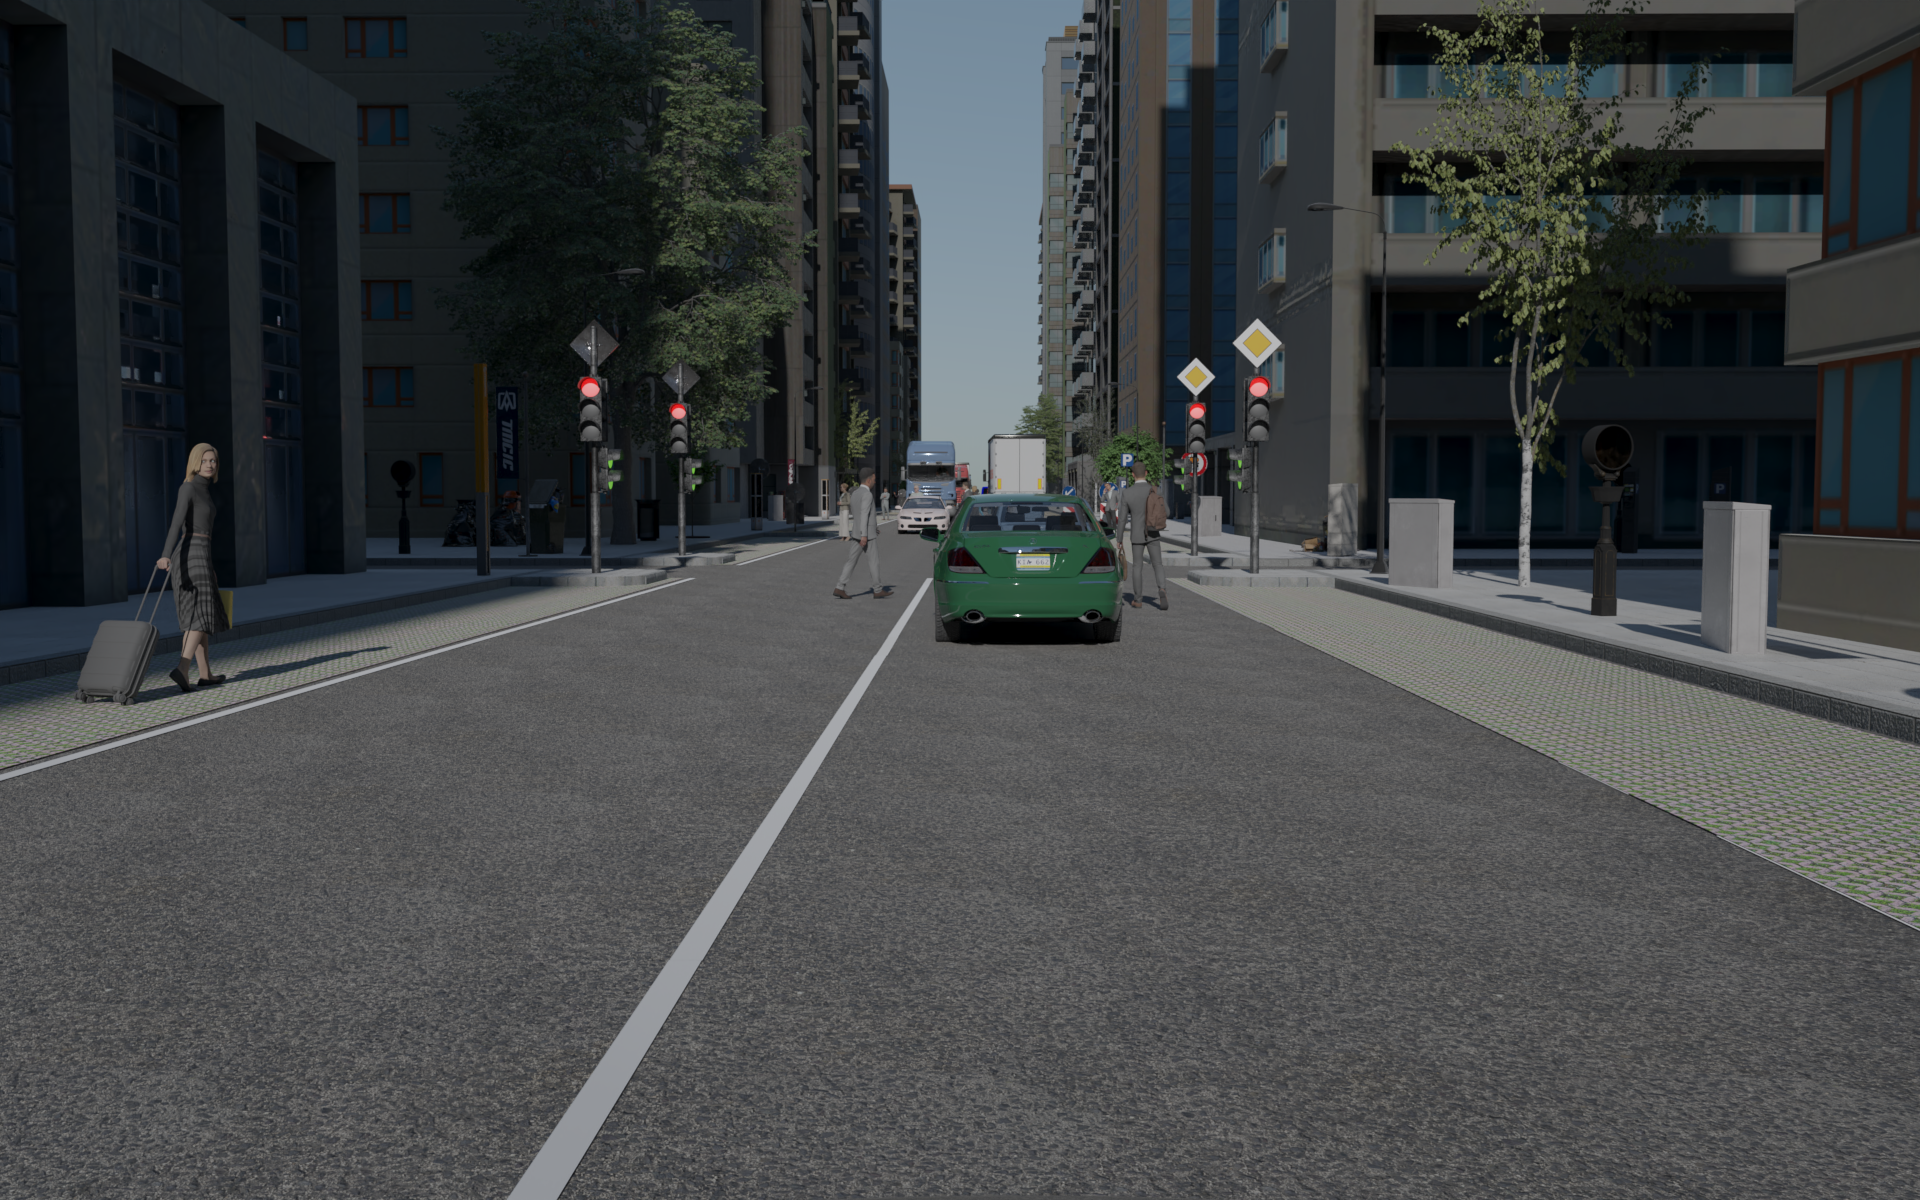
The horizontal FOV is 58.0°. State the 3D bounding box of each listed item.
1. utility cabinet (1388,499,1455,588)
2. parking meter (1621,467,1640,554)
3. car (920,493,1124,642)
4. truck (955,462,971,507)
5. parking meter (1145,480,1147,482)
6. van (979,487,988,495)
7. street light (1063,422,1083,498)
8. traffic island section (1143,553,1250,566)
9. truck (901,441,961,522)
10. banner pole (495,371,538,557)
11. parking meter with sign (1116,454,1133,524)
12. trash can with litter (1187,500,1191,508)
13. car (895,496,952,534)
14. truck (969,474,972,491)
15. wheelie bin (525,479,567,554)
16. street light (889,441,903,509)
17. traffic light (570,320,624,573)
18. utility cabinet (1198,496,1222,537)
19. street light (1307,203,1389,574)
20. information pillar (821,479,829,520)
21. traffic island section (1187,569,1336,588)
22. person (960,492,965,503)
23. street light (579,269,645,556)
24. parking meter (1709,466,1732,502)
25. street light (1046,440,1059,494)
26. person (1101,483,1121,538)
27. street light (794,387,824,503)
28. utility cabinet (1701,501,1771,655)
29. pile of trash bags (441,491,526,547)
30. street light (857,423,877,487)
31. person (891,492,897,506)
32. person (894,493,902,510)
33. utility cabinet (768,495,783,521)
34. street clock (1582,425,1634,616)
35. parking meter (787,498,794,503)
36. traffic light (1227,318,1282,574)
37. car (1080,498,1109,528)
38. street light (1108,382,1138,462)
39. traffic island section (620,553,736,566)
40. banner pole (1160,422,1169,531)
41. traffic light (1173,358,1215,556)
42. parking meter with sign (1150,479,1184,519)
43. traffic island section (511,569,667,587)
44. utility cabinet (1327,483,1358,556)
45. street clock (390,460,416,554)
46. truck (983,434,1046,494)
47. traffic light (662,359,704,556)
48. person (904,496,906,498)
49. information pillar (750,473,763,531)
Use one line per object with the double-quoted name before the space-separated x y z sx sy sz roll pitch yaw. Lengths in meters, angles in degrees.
"utility cabinet" 6.390 -0.786 24.005 0.306 1.237 1.020 -2 4 -26
"parking meter" 14.484 -1.939 37.414 0.255 1.863 0.399 3 4 36
"car" 0.637 -0.391 18.197 2.131 1.459 4.920 0 4 -1
"truck" -0.392 -10.195 155.608 2.839 4.237 11.283 0 4 0
"parking meter" 7.793 -4.185 74.130 0.399 1.863 0.255 2 4 35
"van" 2.601 -8.367 141.176 2.240 2.365 5.245 0 4 0
"street light" 7.306 -8.465 110.936 1.470 5.913 1.316 0 4 1
"traffic island section" 4.883 -0.835 35.930 2.009 0.180 2.903 0 4 1
"truck" -1.479 -6.363 93.799 2.967 4.110 18.799 0 4 0
"banner pole" -9.105 -2.781 35.487 0.863 3.779 0.401 0 4 3
"parking meter with sign" 7.105 -4.852 75.589 0.543 3.016 1.738 0 4 -7
"trash can with litter" 11.118 -4.251 80.884 0.624 1.170 1.055 3 4 36
"car" -1.314 -3.121 63.395 2.083 1.381 4.827 0 3 0
"truck" 0.325 -15.847 248.005 2.839 4.237 11.283 0 4 0
"wheelie bin" -8.910 -1.796 37.273 0.980 1.594 0.693 2 4 29
"street light" -5.662 -10.990 152.226 1.470 5.913 1.316 0 4 1
"traffic light" -5.879 -2.388 27.963 0.839 4.253 0.868 0 4 1
"utility cabinet" 7.539 -2.532 52.564 0.306 1.237 1.020 3 5 44
"street light" 6.240 -3.380 27.798 1.470 5.913 1.316 0 4 1
"information pillar" -6.755 -5.044 86.965 0.304 2.012 0.304 1 4 20
"traffic island section" 4.772 -0.346 27.945 2.009 0.180 2.903 0 4 1
"person" 0.230 -8.541 149.617 0.415 1.643 0.593 2 4 32
"street light" -7.196 -3.873 35.858 1.470 5.913 1.316 0 4 1
"parking meter" 16.081 -1.893 36.658 0.399 1.863 0.255 2 4 32
"street light" 7.862 -10.745 148.221 1.470 5.913 1.316 0 4 1
"person" 4.896 -2.905 56.185 0.592 1.802 0.473 3 5 41
"street light" -6.605 -6.277 75.165 1.470 5.913 1.316 0 4 1
"utility cabinet" 6.411 -0.194 14.327 0.306 1.237 1.020 1 4 11
"pile of trash bags" -11.691 -2.067 43.541 1.912 1.369 3.447 0 4 2
"street light" -6.145 -8.614 113.372 1.470 5.913 1.316 0 4 1
"person" -7.188 -11.255 193.341 1.217 1.723 0.721 3 4 36
"person" -4.864 -7.839 137.469 0.742 1.727 0.445 -2 4 -24
"utility cabinet" -8.863 -4.405 83.182 0.306 1.237 1.020 1 4 22
"street clock" 6.789 -0.834 18.204 0.471 2.002 0.358 -1 4 -14
"parking meter" -8.030 -4.501 82.005 0.372 1.533 0.369 0 3 0
"traffic light" 4.732 -2.380 27.832 0.839 4.253 0.868 0 4 1
"car" 1.163 -0.779 24.741 2.014 1.417 4.499 0 4 0
"street light" 6.838 -6.088 72.082 1.470 5.913 1.316 0 4 1
"traffic island section" -5.807 -0.844 36.083 2.009 0.180 2.903 0 4 1
"banner pole" 7.077 -4.298 60.283 0.401 3.779 0.863 0 4 4
"traffic light" 4.843 -2.868 35.816 0.839 4.253 0.868 0 4 1
"parking meter with sign" 10.511 -5.611 88.002 1.738 3.016 0.543 -1 4 -9
"traffic island section" -5.918 -0.356 28.098 2.009 0.180 2.903 0 4 1
"utility cabinet" 7.928 -1.666 35.913 0.318 1.500 1.173 2 4 28
"street clock" -11.893 -1.985 37.032 0.471 2.002 0.358 1 4 8
"truck" 2.690 -5.966 86.462 2.839 4.237 11.283 0 4 -1
"traffic light" -5.767 -2.876 35.947 0.839 4.253 0.868 0 4 1
"person" -3.968 -8.071 140.477 1.348 1.821 0.705 0 4 -4
"information pillar" -7.154 -3.451 60.916 0.304 2.012 0.304 -3 5 -41
